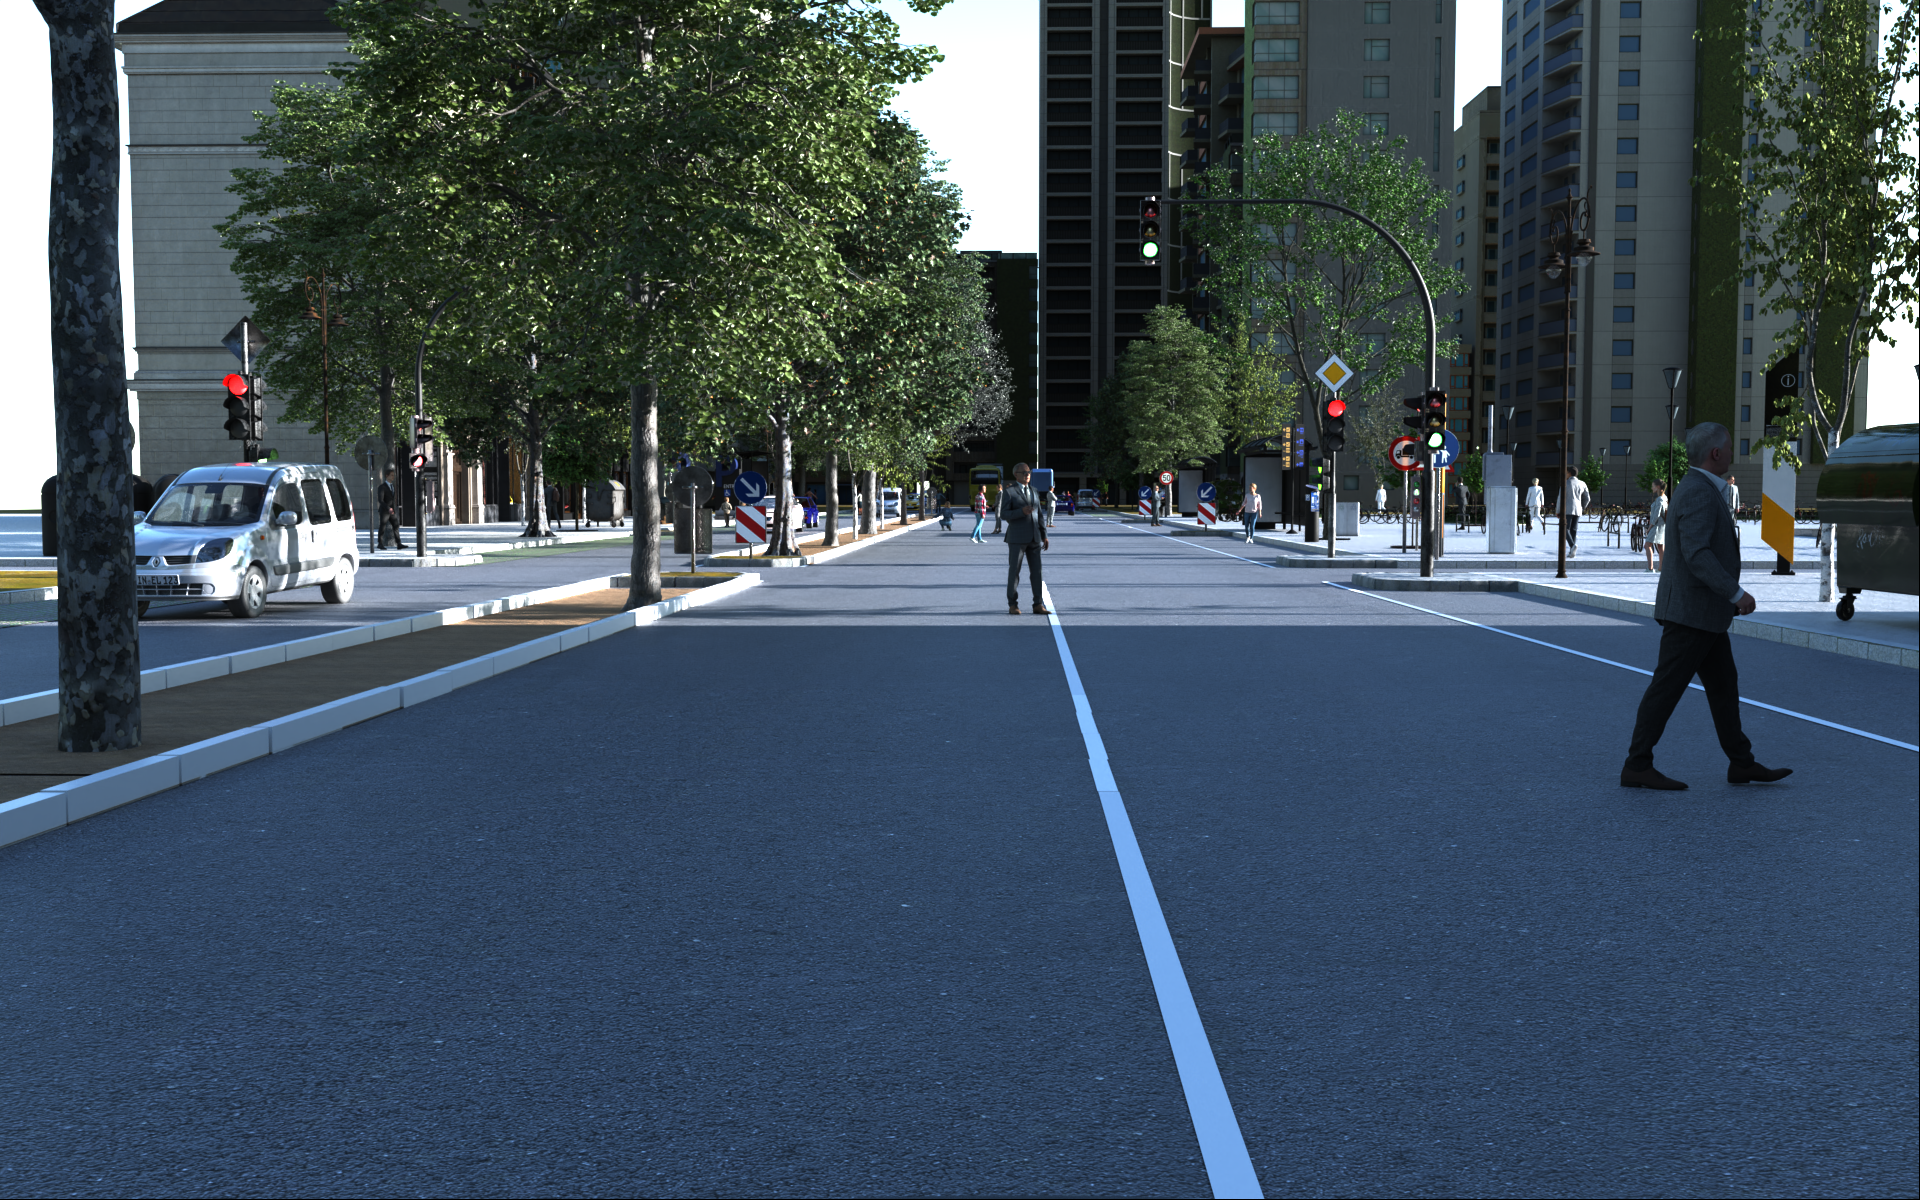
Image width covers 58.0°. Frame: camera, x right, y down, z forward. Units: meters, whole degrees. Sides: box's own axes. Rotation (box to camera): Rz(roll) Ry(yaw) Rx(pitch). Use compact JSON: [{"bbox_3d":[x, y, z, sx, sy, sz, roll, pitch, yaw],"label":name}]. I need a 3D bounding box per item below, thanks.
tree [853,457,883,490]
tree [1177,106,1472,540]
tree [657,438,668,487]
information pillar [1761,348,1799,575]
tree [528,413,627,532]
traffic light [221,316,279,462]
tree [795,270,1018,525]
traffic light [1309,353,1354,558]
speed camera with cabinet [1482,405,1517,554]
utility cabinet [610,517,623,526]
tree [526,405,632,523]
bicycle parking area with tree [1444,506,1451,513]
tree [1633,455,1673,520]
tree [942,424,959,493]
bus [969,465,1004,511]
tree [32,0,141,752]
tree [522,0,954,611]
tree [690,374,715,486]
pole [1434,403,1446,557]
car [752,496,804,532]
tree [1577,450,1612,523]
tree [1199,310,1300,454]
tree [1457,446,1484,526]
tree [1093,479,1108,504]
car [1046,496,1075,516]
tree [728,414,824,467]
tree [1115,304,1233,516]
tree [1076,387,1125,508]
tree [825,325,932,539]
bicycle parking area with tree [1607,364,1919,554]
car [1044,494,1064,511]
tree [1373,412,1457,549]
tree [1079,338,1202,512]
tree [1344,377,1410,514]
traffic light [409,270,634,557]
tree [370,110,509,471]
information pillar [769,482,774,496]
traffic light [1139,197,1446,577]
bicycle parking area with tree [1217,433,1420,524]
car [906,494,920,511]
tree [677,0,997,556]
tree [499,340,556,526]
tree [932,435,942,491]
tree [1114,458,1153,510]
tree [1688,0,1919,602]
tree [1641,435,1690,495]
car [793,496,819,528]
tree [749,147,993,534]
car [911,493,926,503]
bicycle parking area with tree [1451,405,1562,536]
[{"bbox_3d":[-9.710,-13.788,175.796,4.360,8.622,3.978,0,3,0],"label":"tree"},{"bbox_3d":[10.183,-7.480,48.052,9.928,11.665,9.643,0,3,0],"label":"tree"},{"bbox_3d":[-16.845,-8.042,81.849,4.737,8.622,4.395,0,3,0],"label":"tree"},{"bbox_3d":[12.985,-2.205,27.401,0.504,3.616,0.183,2,4,25],"label":"information pillar"},{"bbox_3d":[-13.190,-4.641,59.590,4.285,4.588,4.351,0,3,0],"label":"tree"},{"bbox_3d":[-11.235,-2.349,27.328,0.839,4.253,0.868,0,4,2],"label":"traffic light"},{"bbox_3d":[-2.020,-10.965,92.101,12.009,13.543,11.850,0,3,0],"label":"tree"},{"bbox_3d":[7.462,-2.804,34.764,0.839,4.253,0.868,0,4,2],"label":"traffic light"},{"bbox_3d":[11.822,-2.663,37.883,0.660,3.252,2.038,1,4,13],"label":"speed camera with cabinet"},{"bbox_3d":[-13.825,-3.734,69.726,0.318,1.500,1.173,-2,4,-24],"label":"utility cabinet"},{"bbox_3d":[-16.757,-7.711,76.436,4.737,8.622,4.395,0,3,0],"label":"tree"},{"bbox_3d":[31.099,-6.490,93.115,9.016,4.147,8.231,0,4,4],"label":"bicycle parking area with tree"},{"bbox_3d":[33.910,-5.537,85.127,1.663,3.219,1.824,0,3,0],"label":"tree"},{"bbox_3d":[-2.110,-9.046,100.714,4.737,8.622,4.395,0,3,0],"label":"tree"},{"bbox_3d":[2.191,-9.476,146.475,2.896,3.916,12.252,0,4,2],"label":"bus"},{"bbox_3d":[-6.023,-9.277,10.021,12.611,20.169,13.585,0,3,0],"label":"tree"},{"bbox_3d":[-3.930,-6.151,21.159,7.486,12.596,7.792,0,3,0],"label":"tree"},{"bbox_3d":[-15.813,-8.739,93.247,4.737,8.622,4.395,0,3,0],"label":"tree"},{"bbox_3d":[9.774,-2.533,35.261,0.158,3.312,0.155,0,3,0],"label":"pole"},{"bbox_3d":[-6.954,-3.194,64.586,2.083,1.381,4.827,0,4,3],"label":"car"},{"bbox_3d":[27.938,-5.032,76.869,1.663,3.219,1.824,0,3,0],"label":"tree"},{"bbox_3d":[11.490,-7.192,67.959,4.737,8.622,4.395,0,3,0],"label":"tree"},{"bbox_3d":[20.814,-4.572,69.356,1.663,3.219,1.824,0,3,0],"label":"tree"},{"bbox_3d":[14.975,-11.615,184.511,1.663,3.219,1.824,0,3,0],"label":"tree"},{"bbox_3d":[6.772,-6.372,116.767,1.945,1.354,3.894,0,3,0],"label":"car"},{"bbox_3d":[-11.568,-10.807,111.112,8.767,10.594,7.601,-1,4,-16],"label":"tree"},{"bbox_3d":[12.804,-11.355,103.777,7.486,12.596,7.792,0,3,0],"label":"tree"},{"bbox_3d":[14.219,-14.142,156.974,9.928,11.665,9.643,0,3,0],"label":"tree"},{"bbox_3d":[-3.271,-6.192,54.064,4.737,8.622,4.395,0,3,0],"label":"tree"},{"bbox_3d":[18.590,-3.156,38.605,8.231,4.147,9.016,2,4,26],"label":"bicycle parking area with tree"},{"bbox_3d":[8.174,-8.251,146.709,2.131,1.459,4.920,0,4,1],"label":"car"},{"bbox_3d":[10.728,-2.841,41.057,1.663,3.219,1.824,0,3,0],"label":"tree"},{"bbox_3d":[13.473,-12.874,127.501,9.611,12.733,9.660,0,3,0],"label":"tree"},{"bbox_3d":[25.488,-9.513,105.906,4.360,8.622,3.978,0,3,0],"label":"tree"},{"bbox_3d":[-8.898,-3.707,35.281,4.771,5.953,1.251,0,4,2],"label":"traffic light"},{"bbox_3d":[-12.801,-8.235,51.652,9.611,12.733,9.660,0,3,0],"label":"tree"},{"bbox_3d":[-11.328,-6.098,104.192,0.304,2.012,0.304,0,4,-6],"label":"information pillar"},{"bbox_3d":[5.124,-3.183,26.705,4.771,5.953,1.251,0,4,2],"label":"traffic light"},{"bbox_3d":[15.908,-5.546,77.675,9.016,4.147,8.231,1,4,13],"label":"bicycle parking area with tree"},{"bbox_3d":[-3.796,-7.568,133.958,2.015,1.641,3.980,0,3,0],"label":"car"},{"bbox_3d":[-4.013,-7.319,39.123,9.611,12.733,9.660,0,3,0],"label":"tree"},{"bbox_3d":[-17.330,-7.222,68.442,4.360,8.622,3.978,0,3,0],"label":"tree"},{"bbox_3d":[-3.142,-7.162,69.915,4.737,8.622,4.395,0,3,0],"label":"tree"},{"bbox_3d":[13.909,-9.587,140.467,4.285,4.588,4.351,0,3,0],"label":"tree"},{"bbox_3d":[10.564,-4.291,20.514,4.737,8.622,4.395,0,3,0],"label":"tree"},{"bbox_3d":[38.641,-6.752,94.106,4.285,4.588,4.351,0,3,0],"label":"tree"},{"bbox_3d":[-7.015,-3.745,73.812,1.945,1.354,3.894,0,4,1],"label":"car"},{"bbox_3d":[-3.294,-9.320,61.502,9.857,13.997,8.962,0,3,0],"label":"tree"},{"bbox_3d":[-3.943,-8.715,152.074,1.945,1.707,3.694,0,4,1],"label":"car"},{"bbox_3d":[20.230,-4.202,55.709,8.231,4.147,9.016,1,4,17],"label":"bicycle parking area with tree"}]
